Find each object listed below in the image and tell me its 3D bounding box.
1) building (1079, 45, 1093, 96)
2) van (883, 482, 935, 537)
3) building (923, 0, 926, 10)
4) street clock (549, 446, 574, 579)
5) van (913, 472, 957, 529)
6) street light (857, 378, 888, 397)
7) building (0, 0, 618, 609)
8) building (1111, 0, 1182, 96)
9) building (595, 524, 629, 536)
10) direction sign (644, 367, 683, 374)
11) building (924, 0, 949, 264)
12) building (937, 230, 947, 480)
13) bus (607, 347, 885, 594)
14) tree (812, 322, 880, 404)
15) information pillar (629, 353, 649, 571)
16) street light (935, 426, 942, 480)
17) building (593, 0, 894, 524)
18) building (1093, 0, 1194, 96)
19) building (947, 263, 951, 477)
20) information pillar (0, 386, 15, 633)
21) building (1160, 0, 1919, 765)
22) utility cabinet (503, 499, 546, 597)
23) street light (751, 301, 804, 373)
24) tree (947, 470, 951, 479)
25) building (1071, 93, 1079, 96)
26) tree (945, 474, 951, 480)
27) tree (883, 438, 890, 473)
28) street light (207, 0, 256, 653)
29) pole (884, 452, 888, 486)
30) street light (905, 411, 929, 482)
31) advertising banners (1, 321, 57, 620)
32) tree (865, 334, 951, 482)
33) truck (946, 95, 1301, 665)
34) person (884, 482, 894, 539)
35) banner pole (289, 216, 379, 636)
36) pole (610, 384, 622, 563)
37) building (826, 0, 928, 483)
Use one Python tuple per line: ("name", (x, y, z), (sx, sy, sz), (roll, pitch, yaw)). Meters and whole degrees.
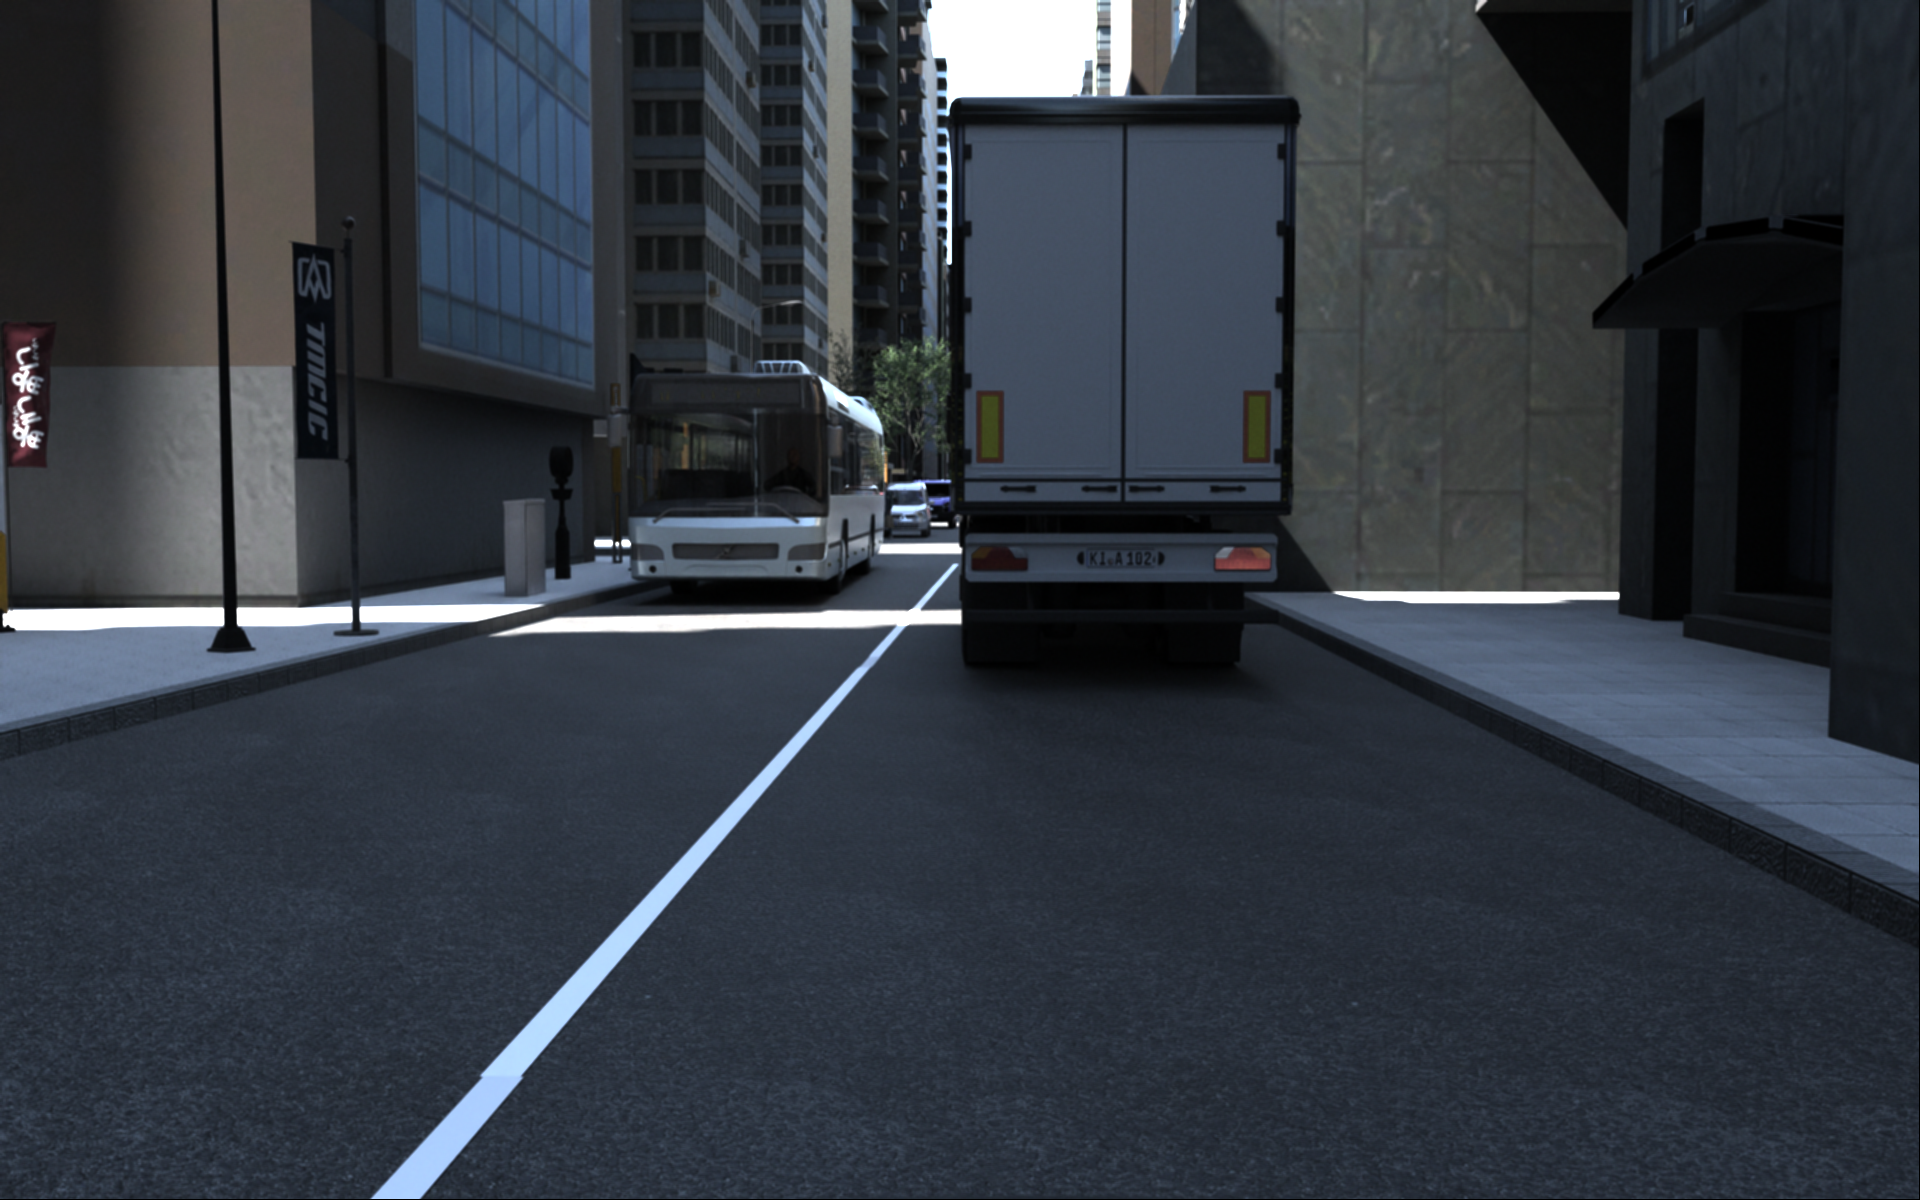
("building", (23.265, -33.972, 175.055), (23.786, 49.044, 30.456), (0, 4, 2))
("van", (-1.852, -3.161, 58.688), (2.013, 2.044, 4.112), (0, 4, 1))
("building", (-9.819, -30.759, 153.025), (14.600, 45.320, 14.200), (0, 4, 2))
("street clock", (-6.011, -1.321, 26.161), (0.358, 2.002, 0.471), (0, 4, 5))
("van", (-1.121, -4.217, 73.324), (2.240, 2.365, 5.245), (0, 4, 2))
("street light", (-3.569, -5.929, 69.480), (1.470, 5.913, 1.316), (0, 4, 2))
("building", (-13.871, -22.949, 25.320), (14.200, 45.320, 14.600), (0, 4, 2))
("building", (13.397, -25.675, 69.900), (14.600, 45.320, 14.200), (0, 4, 2))
("building", (-19.733, -22.329, 56.963), (32.217, 40.220, 23.993), (0, 4, 2))
("direction sign", (-5.400, -2.396, 31.169), (0.876, 3.537, 0.379), (-2, 4, -26))
("building", (-11.136, -56.145, 230.644), (22.319, 86.520, 31.000), (0, 4, 2))
("building", (-9.023, -25.127, 182.526), (14.160, 30.474, 14.107), (0, 4, 2))
("bus", (-2.882, -2.006, 27.659), (2.948, 3.499, 13.247), (0, 4, 1))
("tree", (-5.169, -7.583, 74.350), (4.360, 8.622, 3.978), (0, 3, 0))
("information pillar", (-5.328, -2.303, 29.004), (0.183, 3.616, 0.504), (2, 4, 32))
("street light", (-1.948, -8.954, 118.945), (1.470, 5.913, 1.316), (0, 4, 2))
("building", (-20.098, -24.581, 93.773), (32.217, 40.220, 23.993), (0, 4, 2))
("building", (16.444, -26.930, 123.893), (14.154, 41.232, 14.086), (0, 4, 2))
("building", (-7.671, -26.746, 208.993), (14.160, 30.474, 14.107), (0, 4, 2))
("information pillar", (-8.997, -1.497, 15.838), (0.183, 3.616, 0.504), (2, 4, 30))
("building", (14.019, -42.935, 14.664), (22.319, 86.520, 31.000), (0, 4, 2))
("utility cabinet", (-5.551, -0.668, 22.081), (0.306, 1.237, 1.020), (0, 4, 0))
("street light", (-4.463, -4.240, 41.859), (1.470, 5.913, 1.316), (0, 4, 2))
("tree", (0.027, -12.773, 192.544), (4.285, 4.588, 4.351), (0, 3, 0))
("building", (24.542, -43.972, 260.939), (21.231, 58.520, 28.212), (0, 4, 2))
("tree", (-0.883, -10.446, 165.399), (1.663, 3.219, 1.824), (0, 3, 0))
("tree", (-4.872, -5.855, 79.443), (4.285, 4.588, 4.351), (0, 3, 0))
("street light", (-5.422, -2.534, 13.968), (1.470, 5.913, 1.316), (0, 4, 2))
("pole", (-3.607, -5.521, 84.114), (0.158, 3.312, 0.155), (0, 3, 0))
("street light", (-2.514, -7.629, 97.274), (1.470, 5.913, 1.316), (0, 4, 2))
("advertising banners", (-10.183, -1.304, 17.513), (2.074, 3.025, 0.090), (0, 4, -6))
("tree", (-3.180, -11.431, 112.644), (9.928, 11.665, 9.643), (0, 3, 0))
("truck", (1.199, -1.768, 17.826), (2.839, 4.237, 11.283), (0, 4, 0))
("person", (-2.362, -2.848, 55.047), (0.794, 1.824, 0.713), (2, 4, 35))
("banner pole", (-5.625, -1.559, 15.514), (0.401, 3.779, 0.863), (2, 4, 28))
("pole", (-6.369, -2.339, 32.089), (0.158, 3.312, 0.155), (0, 3, 0))
("building", (-13.925, -29.177, 131.675), (22.147, 44.769, 28.867), (0, 4, 2))
